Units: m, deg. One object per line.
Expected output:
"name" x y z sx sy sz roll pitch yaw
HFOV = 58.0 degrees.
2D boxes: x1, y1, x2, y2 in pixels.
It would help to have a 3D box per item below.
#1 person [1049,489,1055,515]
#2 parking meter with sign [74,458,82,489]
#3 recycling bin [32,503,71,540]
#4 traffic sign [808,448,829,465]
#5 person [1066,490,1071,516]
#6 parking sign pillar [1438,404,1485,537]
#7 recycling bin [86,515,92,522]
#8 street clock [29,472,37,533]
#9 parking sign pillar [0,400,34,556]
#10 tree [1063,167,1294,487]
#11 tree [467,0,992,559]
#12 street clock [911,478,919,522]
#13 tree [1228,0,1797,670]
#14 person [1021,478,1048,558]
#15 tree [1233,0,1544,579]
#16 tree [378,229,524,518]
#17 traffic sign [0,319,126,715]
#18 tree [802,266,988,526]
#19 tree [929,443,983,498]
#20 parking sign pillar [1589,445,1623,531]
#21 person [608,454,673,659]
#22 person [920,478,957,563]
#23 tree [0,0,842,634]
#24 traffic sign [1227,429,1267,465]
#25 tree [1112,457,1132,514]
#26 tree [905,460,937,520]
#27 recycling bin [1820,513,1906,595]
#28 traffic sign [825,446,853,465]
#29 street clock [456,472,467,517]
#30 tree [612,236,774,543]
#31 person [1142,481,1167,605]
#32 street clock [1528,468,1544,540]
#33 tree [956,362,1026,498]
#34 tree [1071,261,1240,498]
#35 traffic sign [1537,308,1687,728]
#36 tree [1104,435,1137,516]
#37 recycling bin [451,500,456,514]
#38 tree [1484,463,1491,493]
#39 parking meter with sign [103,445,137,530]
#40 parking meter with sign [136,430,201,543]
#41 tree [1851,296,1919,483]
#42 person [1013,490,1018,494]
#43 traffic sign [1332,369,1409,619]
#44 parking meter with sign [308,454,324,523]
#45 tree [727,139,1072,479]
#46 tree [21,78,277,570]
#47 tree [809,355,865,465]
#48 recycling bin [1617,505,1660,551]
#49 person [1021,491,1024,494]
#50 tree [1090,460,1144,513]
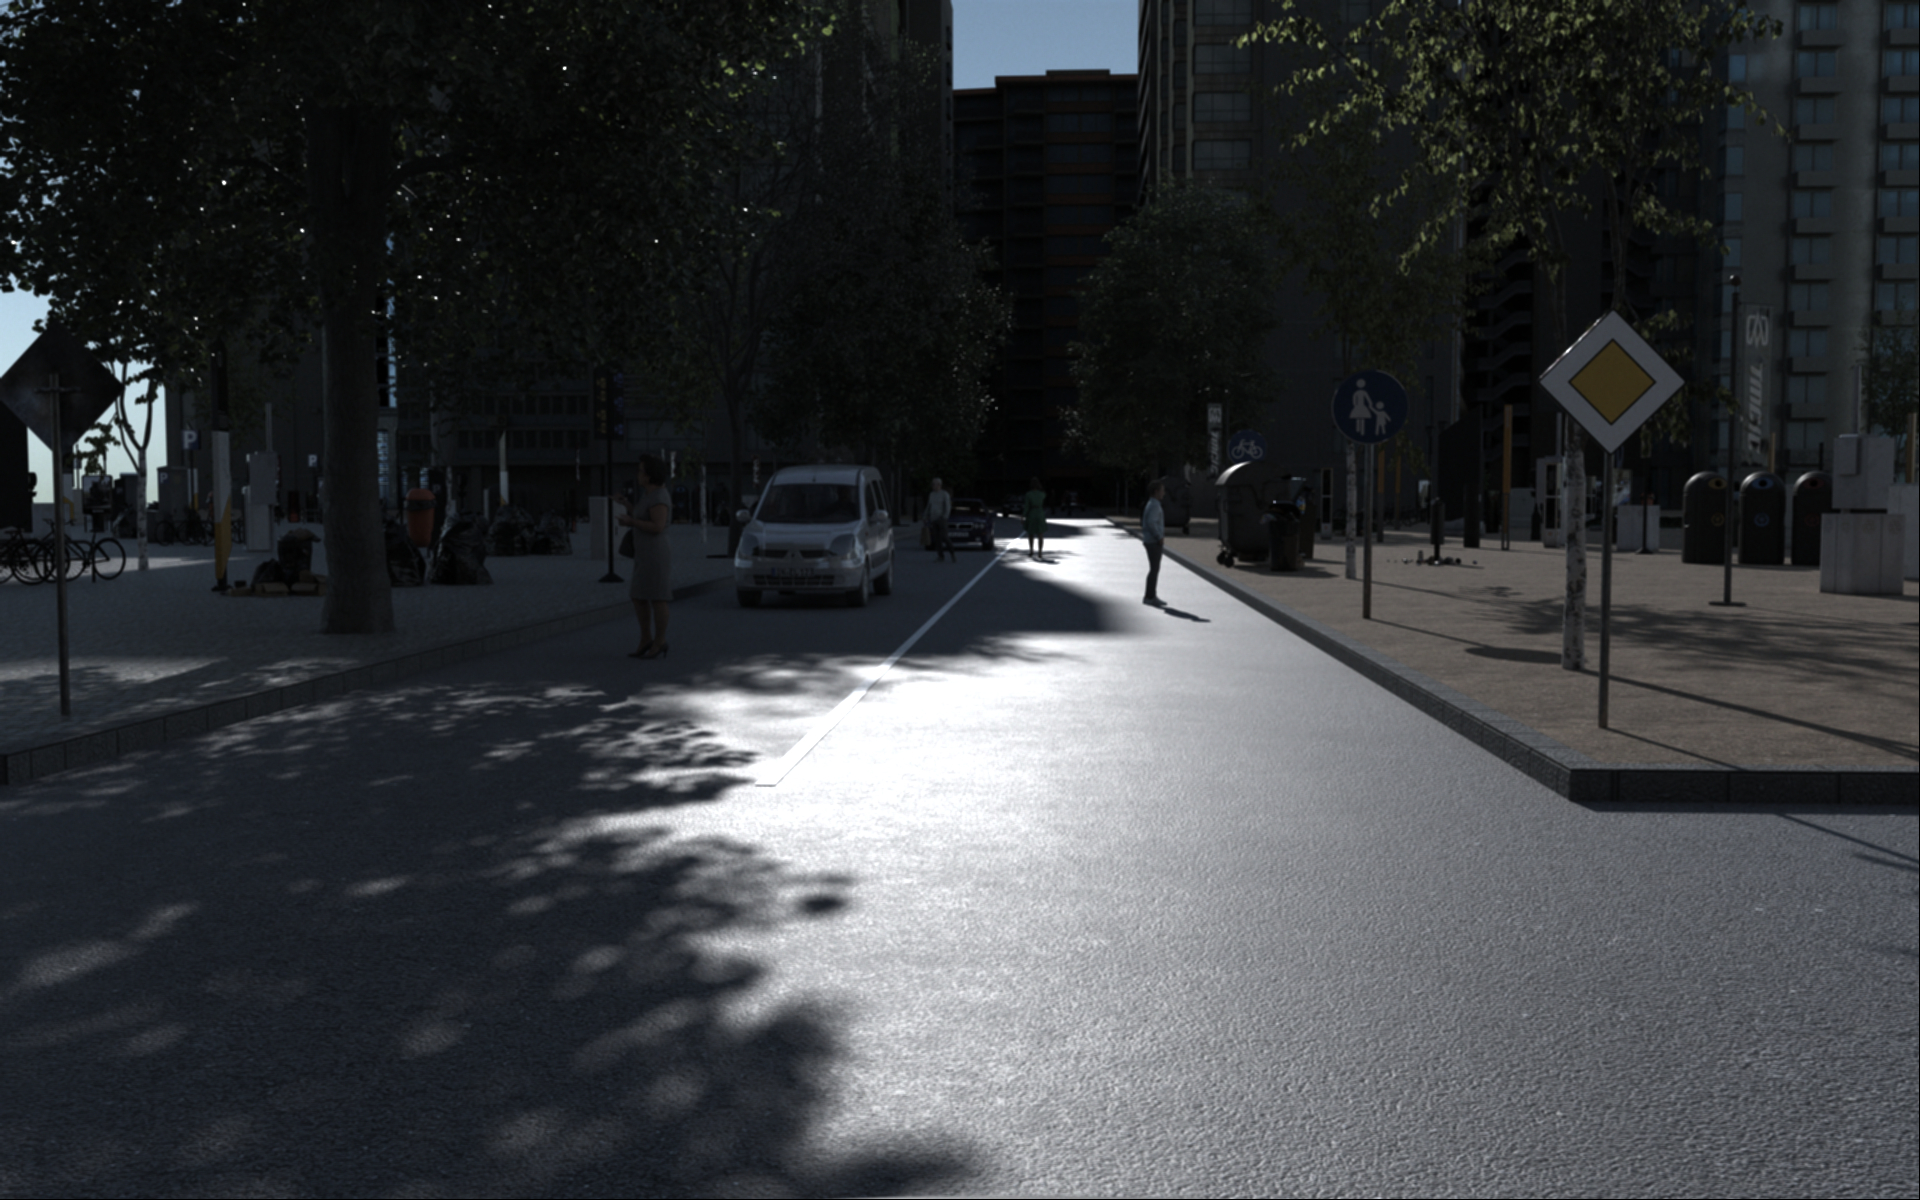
"person" 6.392 -6.773 119.797 0.434 1.755 0.990 0 4 -5
"parking meter with sign" -41.643 -5.325 83.330 0.543 3.016 1.738 2 4 31
"recycling bin" -25.549 -2.211 48.707 0.722 1.027 0.722 0 4 6
"traffic sign" -3.815 -2.902 47.558 0.768 2.556 0.104 1 4 9
"person" 7.095 -6.336 113.019 0.530 1.710 0.541 2 4 31
"parking sign pillar" 15.159 -3.910 52.397 1.447 3.967 1.447 3 4 36
"recycling bin" -40.613 -4.187 81.017 0.722 1.027 0.722 -1 4 -15
"street clock" -30.885 -3.244 57.615 0.471 2.002 0.358 3 5 44
"parking sign pillar" -20.404 -2.938 36.507 1.447 3.967 1.447 3 5 41
"tree" 8.775 -9.946 69.272 9.857 13.997 8.962 0 3 0
"tree" -4.472 -7.580 34.299 12.009 13.543 11.850 0 3 0
"street clock" -2.025 -4.512 78.336 0.358 2.002 0.471 -1 4 -14
"tree" 4.303 -3.790 12.327 4.360 8.622 3.978 0 3 0
"person" 1.681 -1.835 38.743 0.600 1.795 0.529 -1 4 -17
"tree" 6.117 -4.618 25.873 4.737 8.622 4.395 0 3 0
"tree" -14.051 -5.948 47.609 4.360 8.622 3.978 0 3 0
"traffic sign" -5.196 -0.389 10.001 0.795 2.450 0.064 0 4 3
"tree" -2.678 -8.754 68.884 9.928 11.665 9.643 0 3 0
"tree" -0.223 -7.183 101.149 4.285 4.588 4.351 0 3 0
"parking sign pillar" 22.717 -4.392 60.285 1.447 3.967 1.447 2 4 32
"person" -2.798 -0.383 15.116 0.532 1.782 0.716 -1 4 -22
"person" -0.480 -1.674 36.350 0.782 1.767 0.515 3 4 38
"tree" -5.523 -6.675 15.793 9.857 13.997 8.962 0 3 0
"traffic sign" 5.654 -2.084 34.182 0.768 2.556 0.104 0 4 5
"tree" 10.357 -9.840 111.242 4.360 8.622 3.978 0 3 0
"tree" -1.999 -5.659 87.126 1.663 3.219 1.824 0 3 0
"recycling bin" 11.605 -0.595 22.280 0.722 1.027 0.722 0 4 -8
"traffic sign" -3.185 -2.779 45.551 0.768 2.556 0.104 1 4 10
"street clock" -16.412 -3.212 57.086 0.358 2.002 0.471 -3 4 -36
"tree" -6.995 -5.808 45.316 4.737 8.622 4.395 0 3 0
"person" 2.516 -0.738 22.377 0.330 1.601 0.589 0 4 6
"street clock" 15.971 -2.656 47.988 0.471 2.002 0.358 -2 4 -24
"tree" 1.116 -11.303 119.214 7.601 10.594 8.767 0 4 8
"tree" 9.285 -10.176 83.378 9.611 12.733 9.660 0 3 0
"traffic sign" 3.531 -0.356 9.458 0.795 2.450 0.064 0 4 3
"tree" 9.515 -9.193 100.670 4.737 8.622 4.395 0 3 0
"recycling bin" -22.027 -3.778 74.329 0.722 1.027 0.722 -1 4 -18
"tree" 22.781 -4.996 76.286 1.663 3.219 1.824 0 3 0
"parking meter with sign" -29.587 -4.011 61.838 1.738 3.016 0.543 -2 4 -25
"parking meter with sign" -20.988 -3.048 46.095 0.543 3.016 1.738 1 4 14
"tree" 35.524 -7.025 65.215 4.737 8.622 4.395 0 3 0
"person" 4.558 -8.274 143.800 1.348 1.821 0.705 -1 4 -21
"traffic sign" 4.199 -1.082 17.798 0.768 2.556 0.104 1 4 11
"parking meter with sign" -28.096 -4.933 76.907 0.543 3.016 1.738 1 4 21
"tree" -2.873 -8.454 55.225 9.611 12.733 9.660 0 3 0
"tree" -13.770 -4.823 29.215 4.737 8.622 4.395 0 3 0
"tree" -5.214 -7.964 80.567 4.737 8.622 4.395 0 3 0
"recycling bin" 15.291 -1.620 39.043 0.722 1.027 0.722 3 5 41
"person" 5.518 -8.914 155.030 0.721 1.735 1.217 1 4 23
"tree" 10.977 -8.237 118.386 4.285 4.588 4.351 0 3 0
